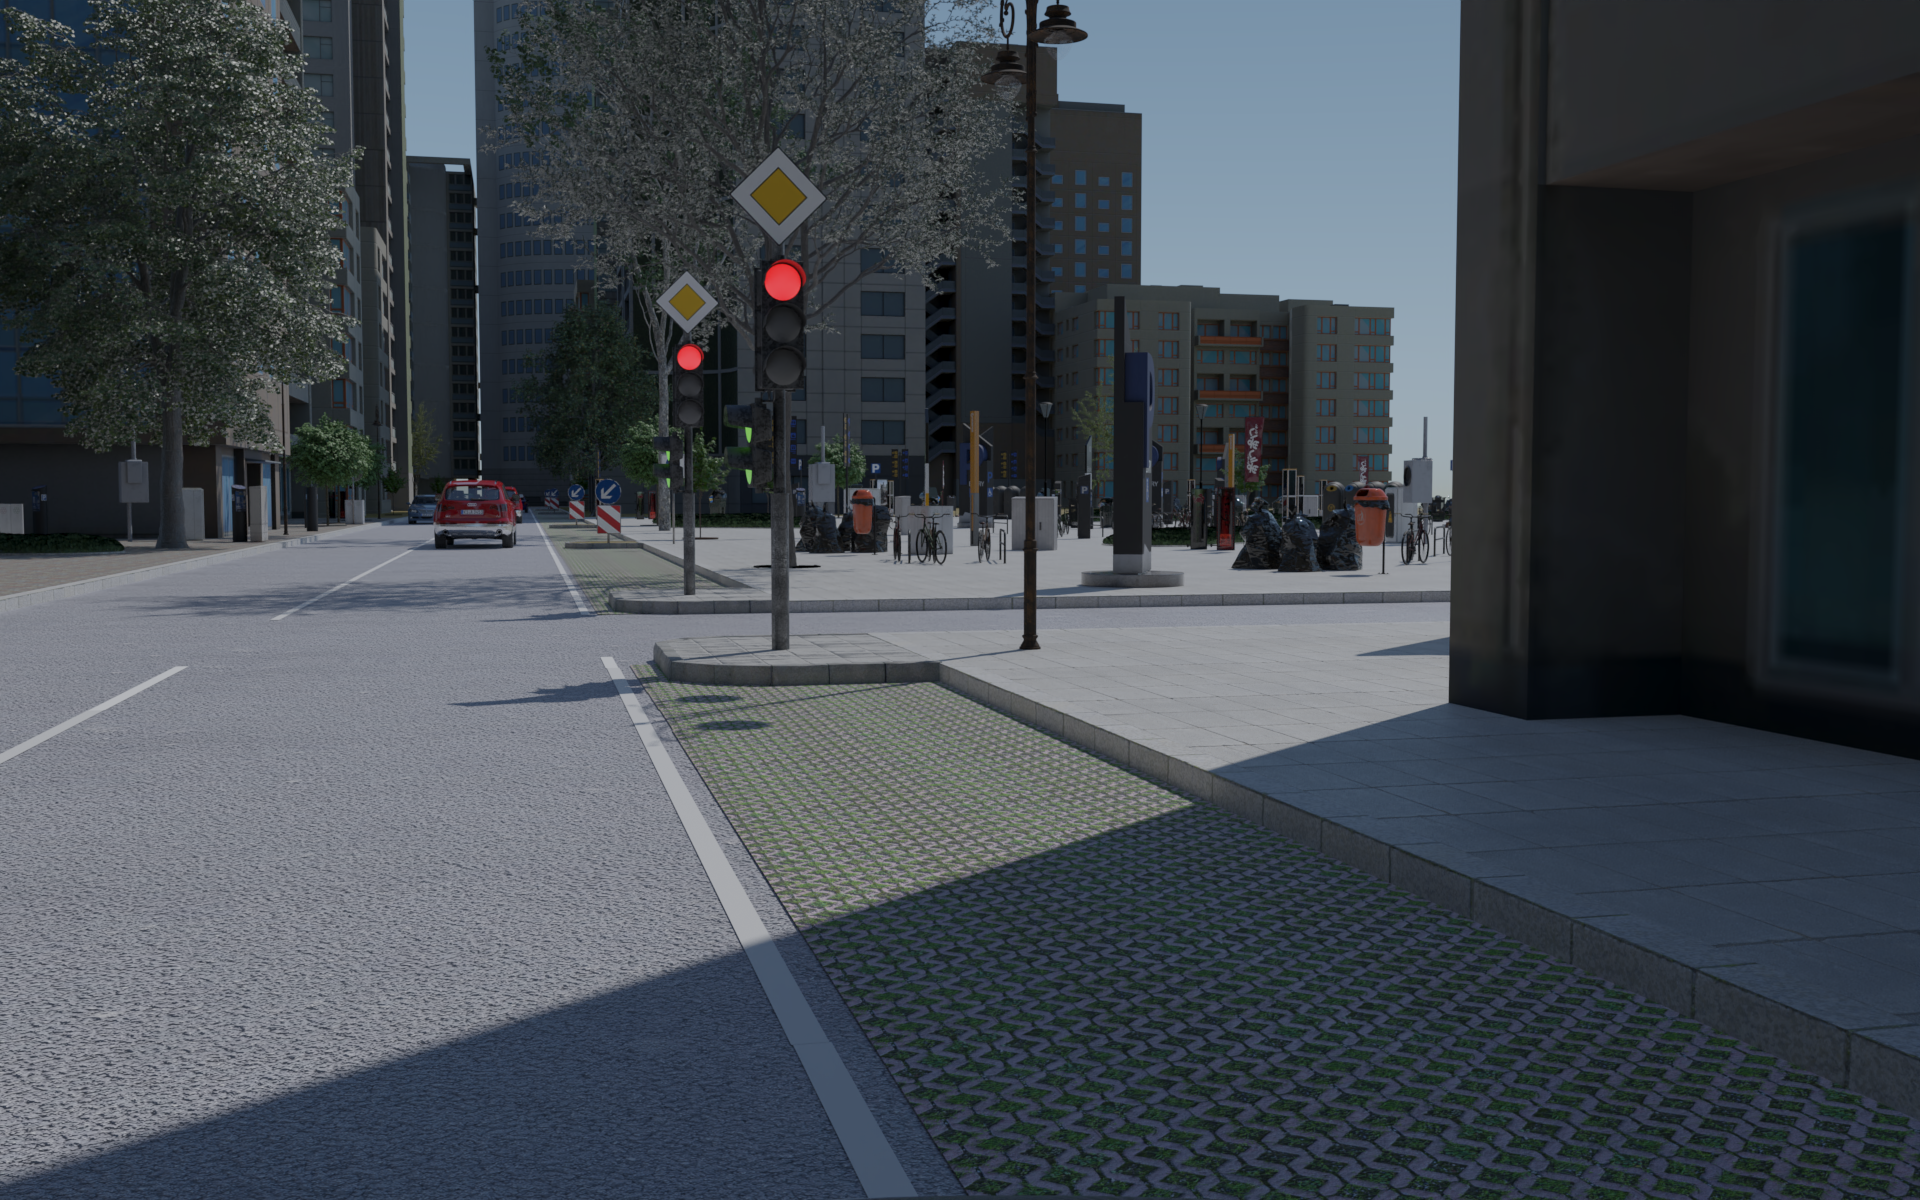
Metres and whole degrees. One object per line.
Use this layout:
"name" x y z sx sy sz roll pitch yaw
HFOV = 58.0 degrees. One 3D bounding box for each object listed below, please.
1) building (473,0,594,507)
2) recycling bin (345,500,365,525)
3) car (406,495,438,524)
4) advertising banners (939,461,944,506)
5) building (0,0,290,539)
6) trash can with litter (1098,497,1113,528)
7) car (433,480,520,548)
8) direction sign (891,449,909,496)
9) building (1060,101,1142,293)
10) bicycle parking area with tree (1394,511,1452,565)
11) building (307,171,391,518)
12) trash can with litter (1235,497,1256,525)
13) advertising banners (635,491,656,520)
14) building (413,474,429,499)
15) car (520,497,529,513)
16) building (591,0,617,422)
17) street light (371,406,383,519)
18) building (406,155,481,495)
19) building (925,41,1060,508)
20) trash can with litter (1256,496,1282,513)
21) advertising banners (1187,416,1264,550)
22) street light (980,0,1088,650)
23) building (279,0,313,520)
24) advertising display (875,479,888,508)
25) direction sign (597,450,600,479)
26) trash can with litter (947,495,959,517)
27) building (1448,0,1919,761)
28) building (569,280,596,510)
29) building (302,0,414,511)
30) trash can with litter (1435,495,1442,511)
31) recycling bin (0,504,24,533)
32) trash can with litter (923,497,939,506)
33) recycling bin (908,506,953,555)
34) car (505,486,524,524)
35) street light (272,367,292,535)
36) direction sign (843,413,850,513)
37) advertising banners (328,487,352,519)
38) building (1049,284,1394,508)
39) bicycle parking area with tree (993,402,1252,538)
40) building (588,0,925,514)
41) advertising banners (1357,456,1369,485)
"building" -37.650 -39.485 187.578 28.212 58.520 21.231 -1 4 -14
"recycling bin" -25.548 -3.704 73.107 0.722 1.027 0.722 -1 4 -15
"car" -25.791 -4.406 84.037 2.014 1.417 4.499 -1 4 -15
"advertising banners" -0.928 -5.707 89.505 0.090 3.025 2.074 0 4 5
"building" -29.487 -24.683 53.677 14.600 45.320 14.200 -1 4 -14
"trash can with litter" 5.488 -3.335 65.907 0.624 1.170 1.055 0 4 -4
"car" -13.202 -2.363 47.312 2.281 1.827 5.304 -1 4 -13
"direction sign" -3.013 -5.815 87.076 0.876 3.537 0.379 1 4 12
"building" 11.555 -33.487 197.627 14.200 45.320 14.600 -1 4 -14
"bicycle parking area with tree" 12.577 -2.815 33.032 8.231 4.147 9.016 2 4 35
"building" -49.837 -15.822 103.724 27.650 21.520 28.899 -1 4 -14
"trash can with litter" 10.484 -3.275 64.941 0.624 1.170 1.055 -1 4 -13
"advertising banners" -15.620 -5.596 87.684 0.090 3.025 2.074 3 5 42
"building" -62.231 -30.343 150.738 28.867 44.769 22.147 -1 4 -14
"car" -34.202 -7.400 133.563 1.945 1.354 3.894 -1 4 -14
"building" -21.295 -27.564 134.271 14.154 41.232 14.086 -1 4 -14
"street light" -29.929 -7.112 89.074 0.468 5.910 1.993 -1 4 -14
"building" -64.415 -30.314 187.516 23.993 40.220 32.217 -1 4 -14
"building" 0.499 -31.783 169.758 14.200 45.320 14.600 -1 4 -14
"trash can with litter" 12.095 -3.490 68.455 1.055 1.170 0.624 -1 4 -19
"advertising banners" 6.056 -2.651 39.533 2.074 3.025 0.090 3 5 43
"street light" 0.580 -2.531 14.163 0.468 5.910 1.993 -1 4 -14
"building" -41.836 -27.733 77.129 21.300 48.544 21.600 -1 4 -14
"advertising display" -3.410 -4.269 75.018 0.123 1.923 0.974 2 4 26
"direction sign" -18.437 -5.900 88.454 0.379 3.537 0.876 0 4 -5
"trash can with litter" -0.839 -5.245 96.810 2.233 1.210 1.678 1 4 13
"building" 15.899 -23.113 1.606 21.300 48.544 21.600 -1 4 -14
"building" -20.933 -19.086 157.089 27.650 21.520 28.899 -1 4 -14
"building" -47.837 -27.045 125.778 14.154 41.232 14.086 -1 4 -14
"trash can with litter" 29.706 -5.885 107.279 1.678 1.210 2.233 -1 4 -18
"recycling bin" -24.499 -1.942 44.313 0.722 1.027 0.722 2 4 30
"trash can with litter" -1.143 -3.839 74.155 0.624 1.170 1.055 2 4 26
"recycling bin" -0.631 -1.490 36.911 0.722 1.027 0.722 -3 5 -44
"car" -22.533 -4.659 84.852 2.281 1.827 5.304 -1 4 -16
"street light" -21.157 -4.978 54.185 0.468 5.910 1.993 -1 4 -14
"direction sign" -3.189 -3.473 48.788 0.379 3.537 0.876 0 4 7
"advertising banners" -32.096 -5.734 89.933 2.074 3.025 0.090 2 4 27
"building" 22.755 -19.898 170.366 28.899 21.520 27.650 -1 4 -14
"bicycle parking area with tree" 5.199 -4.138 54.665 8.231 4.147 9.016 0 4 0
"building" -14.619 -41.482 116.486 20.563 71.187 20.611 -1 4 -14
"advertising banners" 19.252 -5.094 79.473 2.074 3.025 0.090 0 4 1
